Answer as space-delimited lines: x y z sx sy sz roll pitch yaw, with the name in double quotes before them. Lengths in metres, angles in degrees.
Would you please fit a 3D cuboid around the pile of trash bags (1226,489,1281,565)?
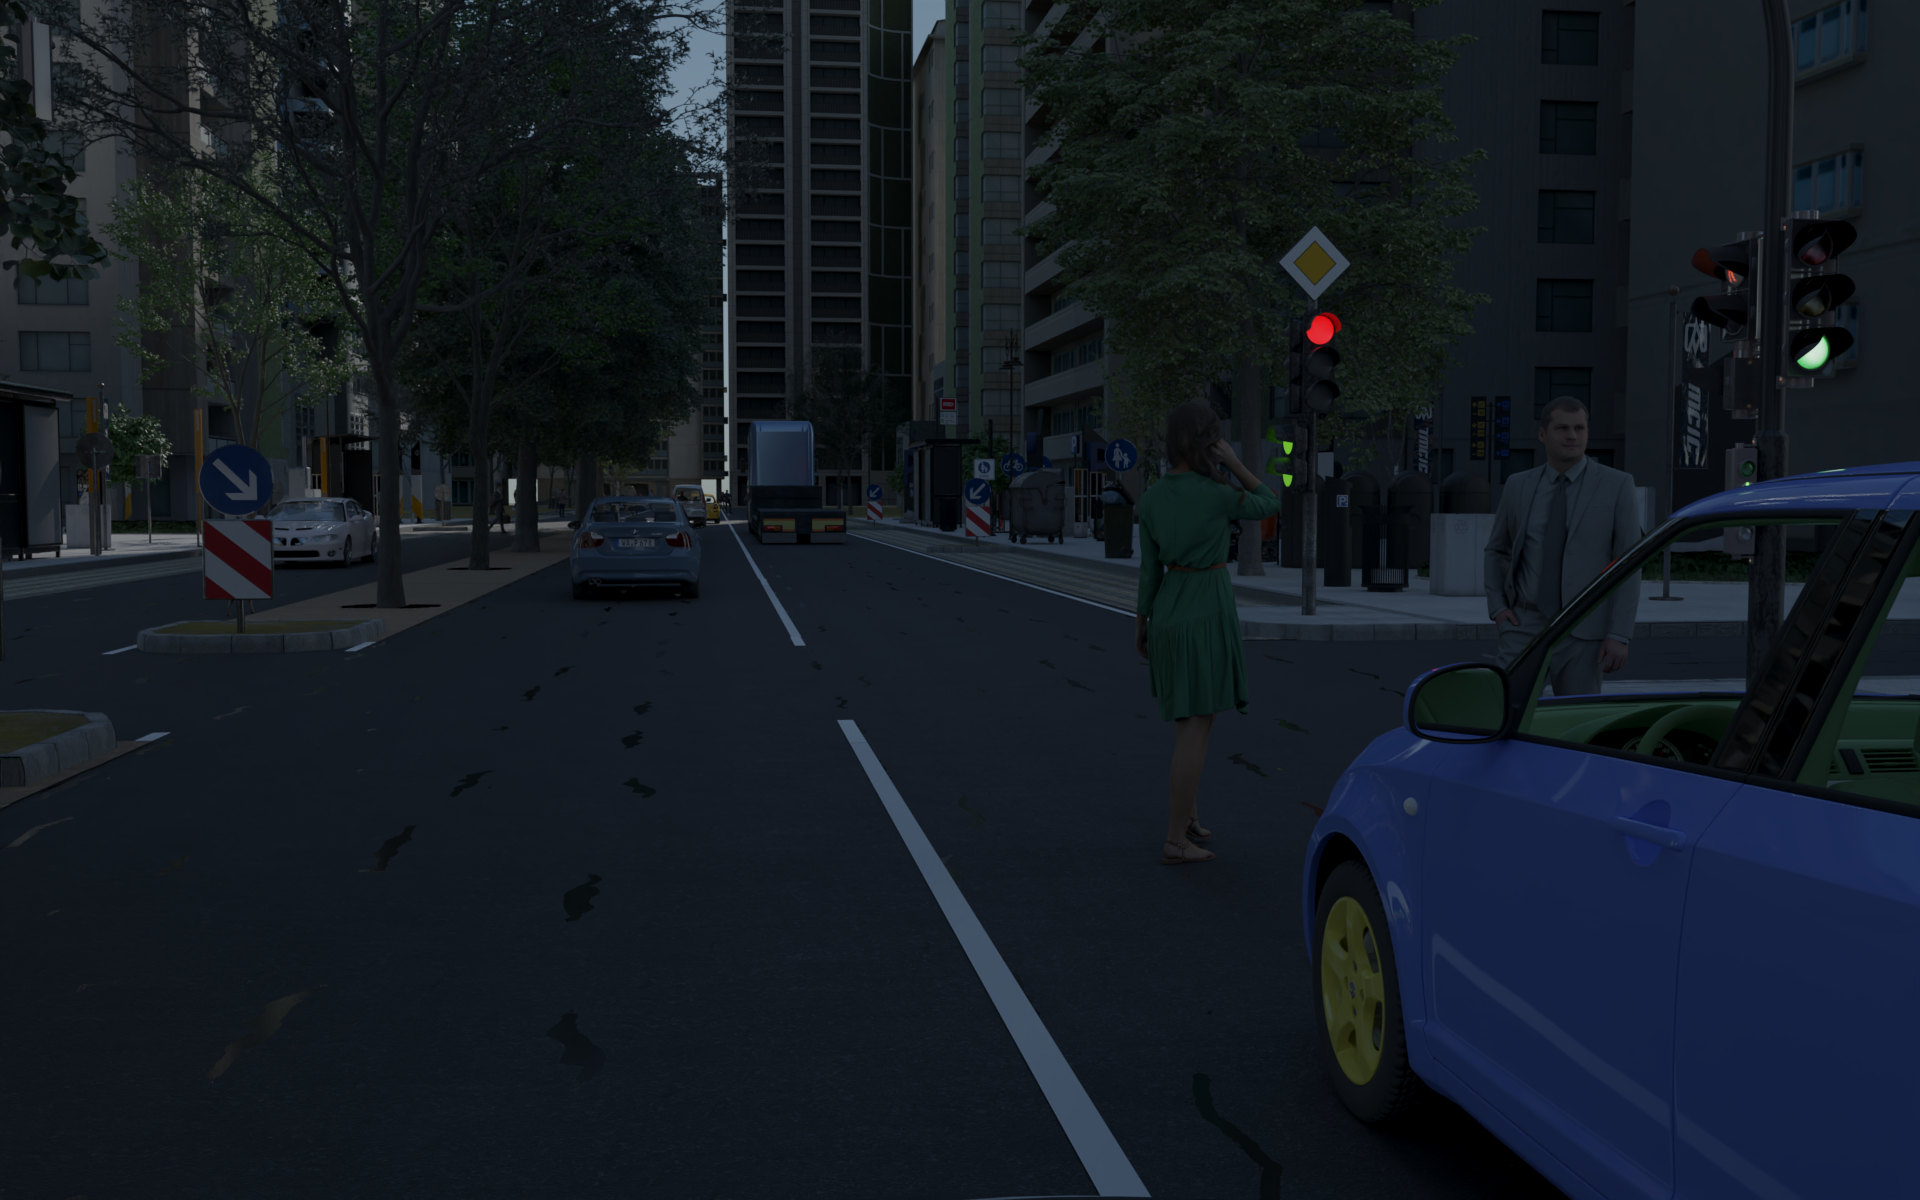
"pile of trash bags" 5.185 -1.393 32.526 1.912 1.369 3.447 -1 4 -13

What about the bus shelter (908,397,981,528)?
"bus shelter" -0.842 -5.613 69.408 2.179 5.291 8.768 0 4 -8

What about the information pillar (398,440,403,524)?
"information pillar" -24.355 -5.135 75.306 0.183 3.616 0.504 0 4 -1

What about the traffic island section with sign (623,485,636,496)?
"traffic island section with sign" -17.386 -5.063 90.910 2.006 1.907 1.989 -1 4 -8

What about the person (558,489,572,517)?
"person" -24.545 -6.029 107.608 0.750 1.759 0.617 -3 5 -42

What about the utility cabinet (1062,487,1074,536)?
"utility cabinet" 2.981 -2.683 52.547 0.318 1.500 1.173 -3 4 -38

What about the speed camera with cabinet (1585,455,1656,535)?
"speed camera with cabinet" 15.164 -2.826 40.534 2.038 3.252 0.660 3 5 42

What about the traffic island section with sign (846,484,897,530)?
"traffic island section with sign" -3.602 -3.718 69.418 1.989 1.847 2.006 -1 4 -8

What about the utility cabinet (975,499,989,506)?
"utility cabinet" 0.987 -3.827 71.258 0.318 1.500 1.173 2 4 25

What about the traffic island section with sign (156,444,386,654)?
"traffic island section with sign" -6.718 -0.513 16.530 2.006 1.907 1.989 -1 4 -8

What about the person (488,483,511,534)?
"person" -16.708 -3.313 62.632 0.822 1.834 0.622 0 4 -6

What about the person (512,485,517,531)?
"person" -17.131 -3.595 67.257 0.573 1.828 0.580 -3 4 -36

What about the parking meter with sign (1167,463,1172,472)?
"parking meter with sign" 5.355 -2.851 42.879 0.543 3.016 1.738 0 4 -5

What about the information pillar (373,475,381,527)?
"information pillar" -22.367 -3.805 66.706 0.304 2.012 0.304 -3 5 -39

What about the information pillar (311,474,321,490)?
"information pillar" -23.669 -3.631 63.853 0.304 2.012 0.304 2 4 33

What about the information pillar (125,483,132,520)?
"information pillar" -30.262 -4.374 62.865 0.504 3.616 0.183 3 4 39

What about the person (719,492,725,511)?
"person" -20.176 -8.366 146.760 0.593 1.643 0.415 -1 4 -14

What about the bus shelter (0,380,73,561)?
"bus shelter" -18.401 -3.238 30.579 2.179 5.291 8.768 0 4 -8

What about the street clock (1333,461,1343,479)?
"street clock" 7.988 -2.004 37.336 0.358 2.002 0.471 -3 5 -42

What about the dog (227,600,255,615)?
"dog" -8.549 -0.079 20.579 0.406 0.507 0.540 -3 5 -41

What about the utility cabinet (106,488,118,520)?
"utility cabinet" -31.304 -3.327 63.069 1.173 1.500 0.318 1 4 11

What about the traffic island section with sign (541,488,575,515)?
"traffic island section with sign" -27.310 -6.650 117.361 1.989 1.847 2.006 -1 4 -8

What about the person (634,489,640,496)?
"person" -21.980 -6.633 117.043 1.348 1.812 0.705 0 4 -6

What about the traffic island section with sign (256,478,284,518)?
"traffic island section with sign" -16.346 -1.970 40.843 1.989 1.847 2.006 -1 4 -8

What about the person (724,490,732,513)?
"person" -17.076 -7.277 127.928 0.568 1.767 0.683 3 5 44

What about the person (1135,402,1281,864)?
"person" 0.912 0.114 6.879 0.600 1.795 0.529 2 4 35

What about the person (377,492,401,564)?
"person" -11.660 -1.637 35.439 0.511 1.800 0.466 2 4 24

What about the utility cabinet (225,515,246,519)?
"utility cabinet" -26.404 -3.191 63.330 1.020 1.237 0.306 1 4 21

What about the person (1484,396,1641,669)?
"person" 2.351 0.107 6.846 0.635 1.810 0.391 2 4 27

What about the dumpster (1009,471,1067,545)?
"dumpster" 2.013 -2.378 44.638 1.264 1.857 1.865 0 4 -8

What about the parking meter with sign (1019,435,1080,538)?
"parking meter with sign" 2.611 -3.347 50.988 1.738 3.016 0.543 -1 4 -16

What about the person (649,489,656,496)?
"person" -27.474 -8.955 154.777 0.599 1.838 0.709 -1 4 -10

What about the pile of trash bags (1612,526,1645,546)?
"pile of trash bags" 14.310 -1.680 37.224 3.447 1.369 1.912 1 4 12

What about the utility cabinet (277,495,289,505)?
"utility cabinet" -30.043 -4.011 76.739 0.306 1.237 1.020 1 4 17

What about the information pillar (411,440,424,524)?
"information pillar" -23.528 -5.118 75.035 0.504 3.616 0.183 1 4 18

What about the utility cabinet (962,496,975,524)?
"utility cabinet" 0.489 -3.846 74.051 0.306 1.237 1.020 3 5 44

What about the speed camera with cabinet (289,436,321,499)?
"speed camera with cabinet" -22.766 -4.027 60.179 0.660 3.252 2.038 0 4 -6

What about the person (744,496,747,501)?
"person" -15.397 -7.253 127.802 1.217 1.743 0.721 -3 4 -37

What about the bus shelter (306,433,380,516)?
"bus shelter" -24.735 -4.795 69.685 1.731 3.624 6.357 0 4 -8

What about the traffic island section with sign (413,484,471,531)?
"traffic island section with sign" -20.170 -3.602 67.527 1.989 1.847 2.006 -1 4 -8

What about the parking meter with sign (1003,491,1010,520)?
"parking meter with sign" 2.223 -5.395 84.469 1.738 3.016 0.543 0 4 0

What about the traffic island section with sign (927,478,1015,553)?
"traffic island section with sign" 0.212 -2.086 42.733 1.989 1.847 2.006 -1 4 -8

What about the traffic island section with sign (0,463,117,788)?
"traffic island section with sign" -5.676 -0.065 9.196 2.006 1.907 1.989 -1 4 -8
